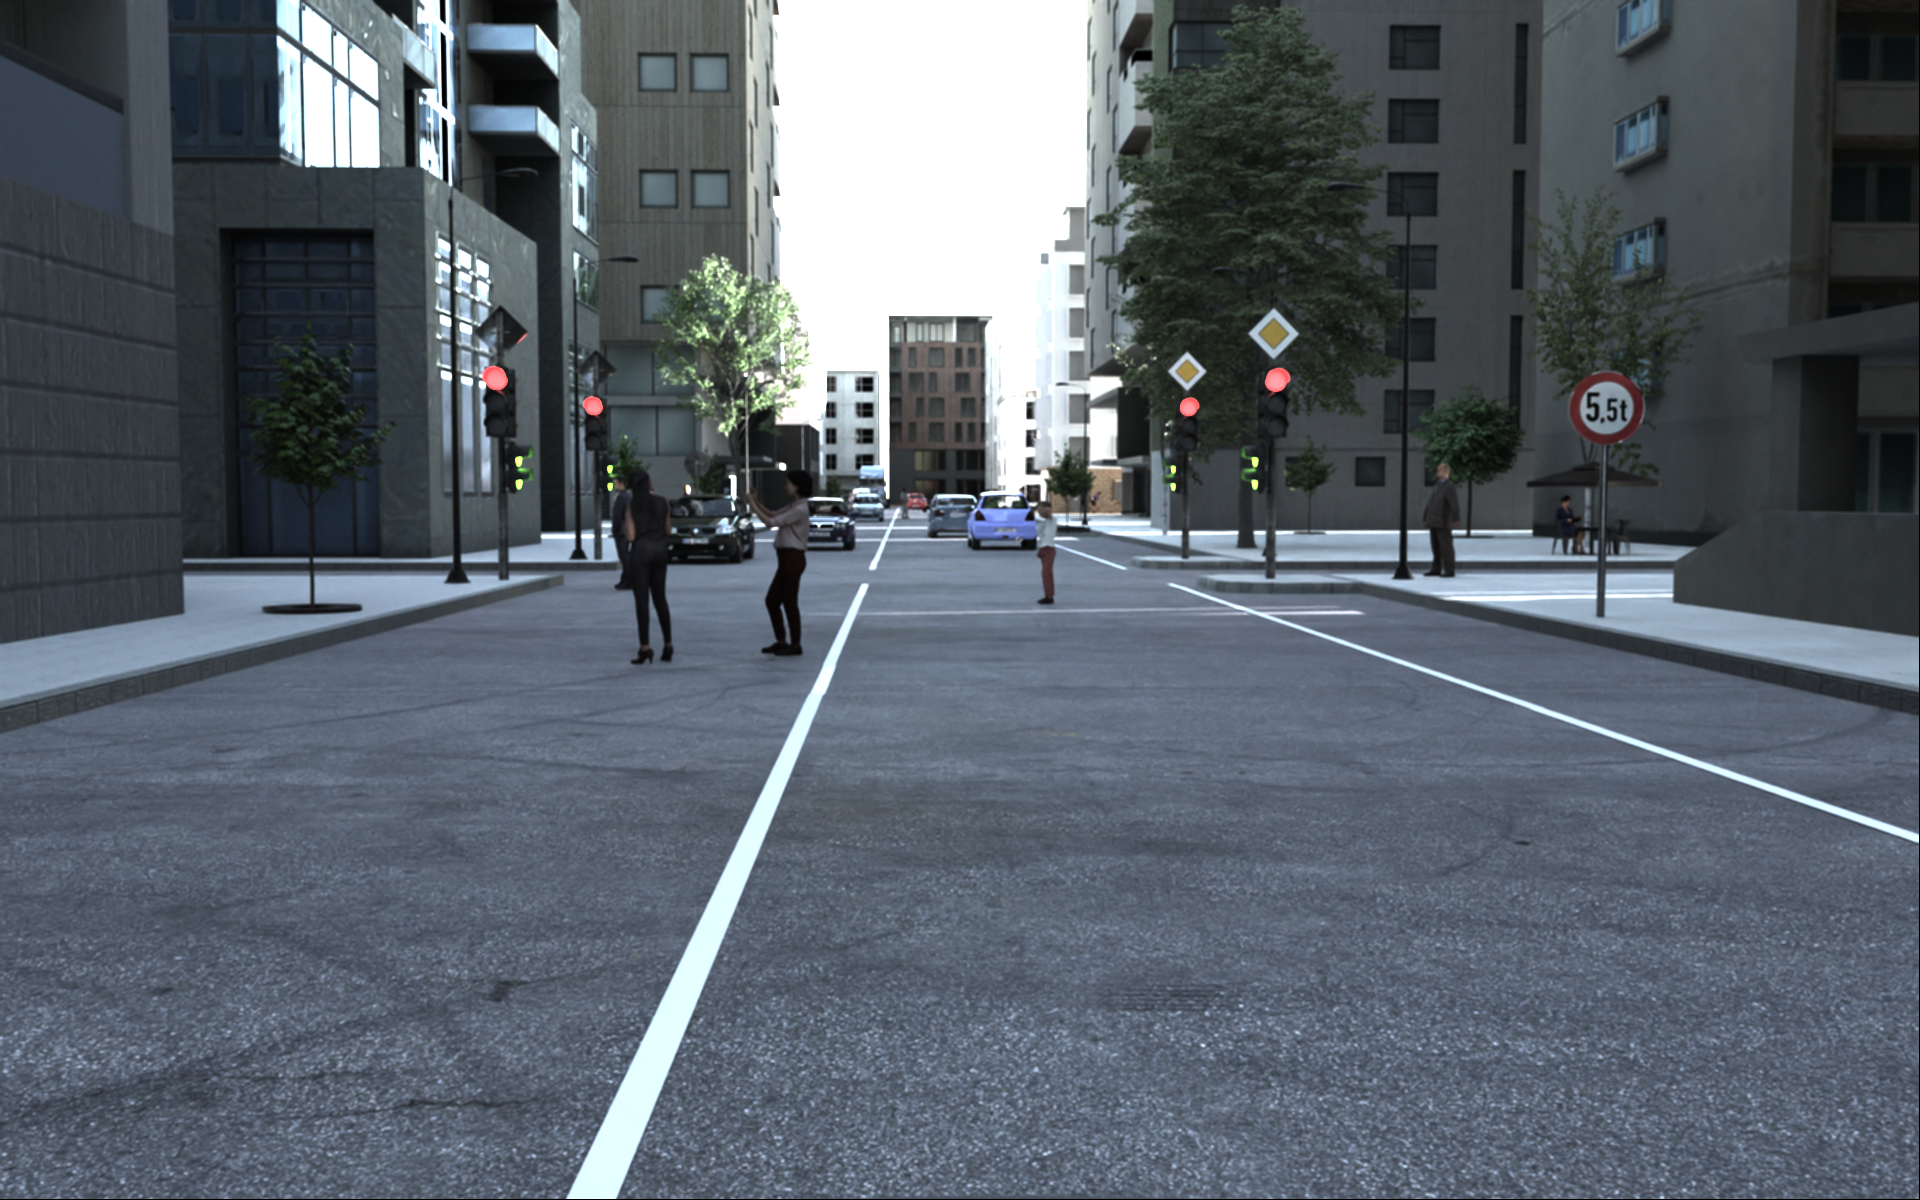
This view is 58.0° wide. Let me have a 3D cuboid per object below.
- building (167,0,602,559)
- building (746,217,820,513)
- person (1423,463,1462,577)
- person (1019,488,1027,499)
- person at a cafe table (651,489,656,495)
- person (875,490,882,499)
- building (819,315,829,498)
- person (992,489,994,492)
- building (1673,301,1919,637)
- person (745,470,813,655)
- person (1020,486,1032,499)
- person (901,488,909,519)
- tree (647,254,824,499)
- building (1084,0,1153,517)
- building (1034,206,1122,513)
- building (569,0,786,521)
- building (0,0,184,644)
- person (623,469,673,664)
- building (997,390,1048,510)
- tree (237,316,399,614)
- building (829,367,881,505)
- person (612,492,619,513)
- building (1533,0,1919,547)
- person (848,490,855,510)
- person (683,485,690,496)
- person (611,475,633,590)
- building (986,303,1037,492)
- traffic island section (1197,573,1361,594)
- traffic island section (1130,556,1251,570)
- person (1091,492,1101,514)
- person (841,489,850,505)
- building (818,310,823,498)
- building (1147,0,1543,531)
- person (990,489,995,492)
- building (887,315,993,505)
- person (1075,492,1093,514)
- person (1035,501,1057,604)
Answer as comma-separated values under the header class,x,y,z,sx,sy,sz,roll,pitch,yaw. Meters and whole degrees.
class,x,y,z,sx,sy,sz,roll,pitch,yaw
building,-22.193,-44.913,46.999,22.319,86.520,31.000,0,4,-2
building,-24.911,-17.210,125.366,27.936,21.610,32.646,0,4,-2
person,7.447,-1.239,26.846,0.434,1.755,0.990,-1,4,-14
person,4.473,-7.143,123.548,0.721,1.743,1.217,2,4,25
person at a cafe table,-13.644,-4.177,76.804,1.698,1.524,1.622,-1,4,-9
person,-7.721,-9.319,160.856,0.705,1.826,1.348,-3,5,-43
building,-29.744,-18.899,175.451,31.486,18.905,16.747,0,4,-2
person,3.157,-9.270,158.144,0.750,1.759,0.617,0,4,-8
building,24.750,-19.630,12.838,32.217,40.220,23.993,0,4,-2
person,-1.607,-0.333,15.409,0.566,1.644,0.517,2,4,33
person,4.371,-6.977,120.117,1.348,1.824,0.705,-1,4,-14
person,-3.173,-5.623,100.586,0.789,1.805,0.875,3,4,38
tree,-9.975,-9.213,76.389,9.928,11.665,9.643,0,3,0
building,21.600,-30.958,95.402,28.713,52.752,27.495,0,4,-2
building,13.304,-16.101,119.668,16.016,20.091,11.380,0,4,-2
building,-23.840,-30.844,93.539,28.713,52.752,27.495,0,4,-2
building,-22.160,-28.737,11.845,28.212,58.520,21.231,0,4,-2
person,-2.659,-0.291,14.722,0.415,1.643,0.593,0,4,7
building,8.260,-12.087,139.763,9.099,9.664,28.070,0,4,-2
tree,-6.993,-1.491,18.978,1.663,3.219,1.824,0,3,0
building,-25.118,-20.526,202.065,31.486,18.905,16.747,0,4,-2
person,-10.701,-2.802,54.329,0.387,1.526,0.523,0,4,6
building,28.059,-25.903,47.219,21.600,48.544,21.300,0,4,-2
person,-8.238,-7.466,131.244,0.551,1.740,0.621,1,4,11
person,-8.340,-2.760,53.439,0.388,1.546,0.482,-1,4,-16
person,-5.095,-1.023,26.153,0.530,1.710,0.541,1,4,22
building,11.597,-18.524,169.324,16.747,18.905,31.486,0,4,-2
traffic island section,4.738,-0.247,26.324,2.009,0.180,2.903,0,4,-2
traffic island section,4.485,-0.735,34.306,2.009,0.180,2.903,0,4,-2
person,8.914,-6.370,113.427,0.697,1.427,0.421,0,4,4
person,-6.479,-5.358,96.820,0.376,1.734,0.841,-2,4,-28
building,-20.642,-18.534,159.458,16.016,20.091,11.380,0,4,-2
building,14.178,-18.066,67.086,14.160,30.474,14.107,0,4,-2
person,2.728,-8.632,147.978,0.445,1.727,0.742,1,4,16
building,7.729,-22.285,208.326,32.646,21.610,27.936,0,4,-2
person,7.938,-6.431,111.327,1.348,1.807,0.705,2,4,35
person,1.120,-0.631,22.725,0.340,1.345,0.435,-1,4,-23
